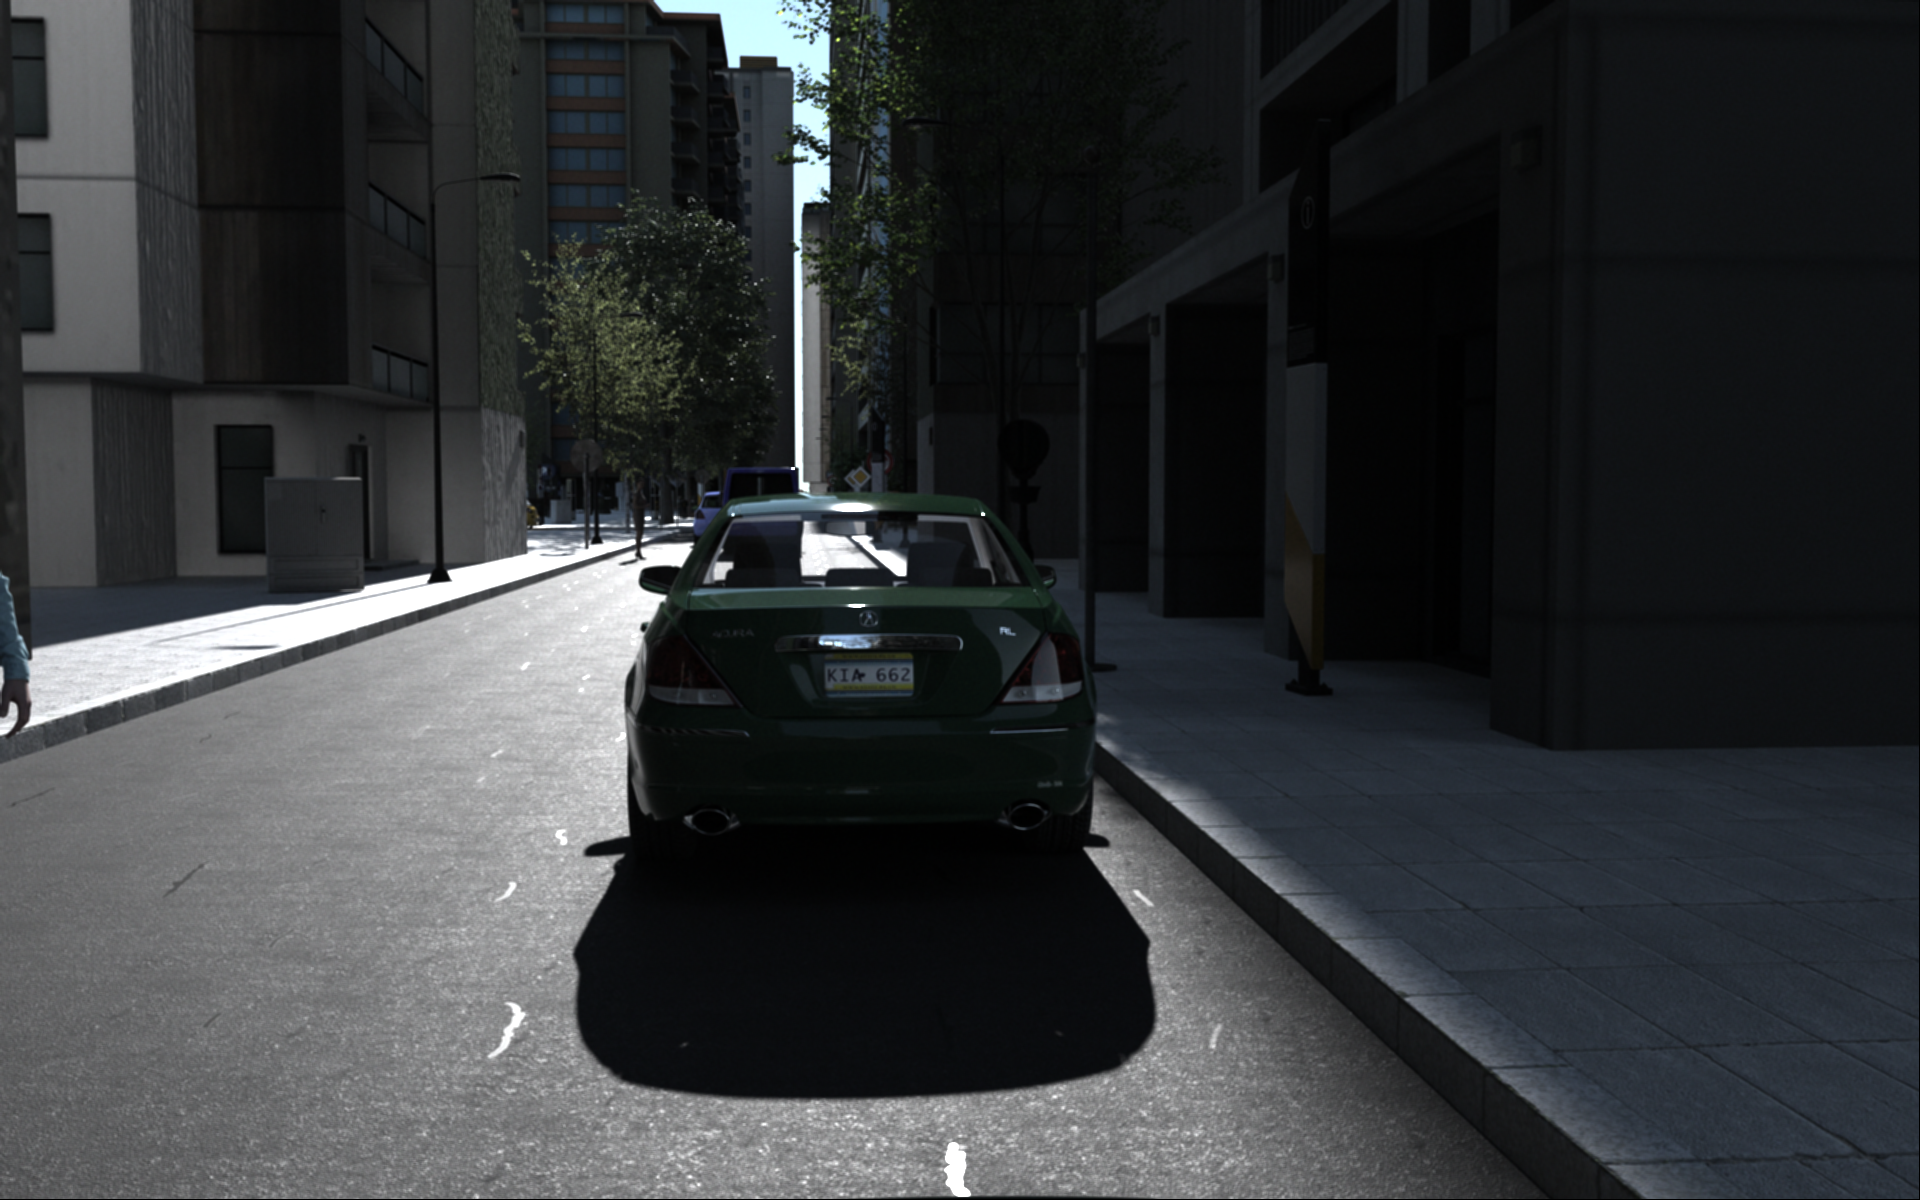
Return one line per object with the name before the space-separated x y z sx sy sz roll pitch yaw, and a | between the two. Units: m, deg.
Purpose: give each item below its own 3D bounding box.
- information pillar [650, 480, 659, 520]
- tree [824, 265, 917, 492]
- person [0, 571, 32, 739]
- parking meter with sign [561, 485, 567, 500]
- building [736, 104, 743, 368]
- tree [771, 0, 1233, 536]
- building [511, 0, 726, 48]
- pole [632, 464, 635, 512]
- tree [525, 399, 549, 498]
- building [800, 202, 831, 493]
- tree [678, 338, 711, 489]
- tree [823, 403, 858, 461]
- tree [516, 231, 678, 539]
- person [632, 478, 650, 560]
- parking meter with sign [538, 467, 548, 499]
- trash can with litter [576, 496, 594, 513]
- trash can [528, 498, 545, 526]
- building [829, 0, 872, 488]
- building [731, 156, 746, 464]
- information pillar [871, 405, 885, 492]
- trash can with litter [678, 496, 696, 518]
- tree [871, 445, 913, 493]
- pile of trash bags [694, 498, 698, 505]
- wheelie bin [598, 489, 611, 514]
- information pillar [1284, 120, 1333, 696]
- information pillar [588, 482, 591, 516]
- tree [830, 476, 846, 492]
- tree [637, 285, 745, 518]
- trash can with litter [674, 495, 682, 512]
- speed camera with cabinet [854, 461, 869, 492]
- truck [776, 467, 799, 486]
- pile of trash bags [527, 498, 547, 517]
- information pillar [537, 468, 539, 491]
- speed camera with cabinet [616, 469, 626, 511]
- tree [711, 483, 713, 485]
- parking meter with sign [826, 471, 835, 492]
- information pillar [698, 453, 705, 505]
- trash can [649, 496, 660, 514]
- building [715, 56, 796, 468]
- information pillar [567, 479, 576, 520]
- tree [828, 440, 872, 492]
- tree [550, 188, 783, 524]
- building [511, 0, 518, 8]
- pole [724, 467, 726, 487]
information pillar | -15.011 -4.938 85.220 0.304 2.012 0.304 3 4 37
tree | -2.197 -6.466 56.089 4.360 8.622 3.978 0 3 0
person | -2.804 0.233 4.547 0.638 1.841 0.748 -3 4 -38
parking meter with sign | -32.472 -8.885 141.525 0.543 3.016 1.738 1 4 16
building | -34.559 -32.426 184.797 22.147 44.769 28.867 0 4 -5
tree | 0.750 -6.291 28.612 9.928 11.665 9.643 0 3 0
building | -32.023 -30.651 155.775 22.147 44.769 28.867 0 4 -5
pole | -22.188 -7.582 117.805 0.158 3.312 0.155 0 3 0
tree | -32.232 -10.870 128.094 4.737 8.622 4.395 0 3 0
building | -14.579 -33.771 235.750 14.086 41.232 14.154 0 4 -5
tree | -10.671 -6.448 55.784 4.360 8.622 3.978 0 3 0
tree | -9.091 -11.510 138.553 4.737 8.622 4.395 0 3 0
tree | -10.450 -6.007 48.577 4.360 8.622 3.978 0 3 0
person | -7.010 -1.788 38.076 0.374 1.781 0.599 0 4 5
parking meter with sign | -26.579 -6.958 110.022 0.543 3.016 1.738 0 4 -4
trash can with litter | -25.376 -6.457 116.626 2.233 1.210 1.678 2 4 31
trash can | -17.189 -3.587 70.307 0.748 1.137 0.748 0 3 0
building | -0.884 -32.591 156.571 21.300 48.544 21.600 0 4 -5
building | -32.966 -32.158 209.384 14.086 41.232 14.154 0 4 -5
information pillar | -2.165 -3.322 45.661 0.183 3.616 0.504 -3 5 -40
trash can with litter | -16.268 -5.612 103.139 1.055 1.170 0.624 0 4 8
tree | -2.508 -4.520 68.501 1.663 3.219 1.824 0 3 0
pile of trash bags | -18.706 -7.437 131.352 1.912 1.369 3.447 3 5 42
wheelie bin | -22.785 -6.292 110.777 0.693 1.594 0.980 3 4 37
information pillar | 2.236 -1.211 11.154 0.183 3.616 0.504 -1 4 -11
information pillar | -21.976 -5.979 102.255 0.304 2.012 0.304 -1 4 -13
tree | -7.833 -7.323 114.329 1.663 3.219 1.824 0 3 0
tree | -15.060 -10.765 94.140 7.486 12.596 7.792 0 3 0
trash can with litter | -20.560 -7.110 127.312 1.678 1.210 2.233 -2 4 -26
speed camera with cabinet | -5.280 -6.636 102.841 2.038 3.252 0.660 -3 4 -38
truck | -18.745 -12.128 187.205 2.839 4.237 11.283 0 4 -7
pile of trash bags | -24.993 -5.388 97.840 1.912 1.369 3.447 2 4 33
information pillar | -33.401 -8.952 137.724 0.504 3.616 0.183 2 4 35
speed camera with cabinet | -25.635 -8.376 131.281 0.660 3.252 2.038 0 4 0
tree | -16.347 -9.671 108.485 4.360 8.622 3.978 0 3 0
parking meter with sign | -9.678 -8.340 132.626 0.543 3.016 1.738 -2 4 -26
information pillar | -13.292 -5.975 89.041 0.504 3.616 0.183 3 5 42
trash can | -18.875 -5.843 107.181 0.748 1.137 0.748 0 3 0
building | -36.596 -42.432 235.765 28.212 58.520 21.231 0 4 -5
information pillar | -18.934 -4.884 84.341 0.304 2.012 0.304 2 4 30
tree | -6.421 -7.470 105.853 4.285 4.588 4.351 0 3 0
tree | -12.469 -10.225 73.841 9.857 13.997 8.962 0 3 0
building | -60.976 -48.598 232.828 20.611 71.187 20.563 0 4 -5
pole | -15.766 -7.494 116.365 0.158 3.312 0.155 0 3 0
